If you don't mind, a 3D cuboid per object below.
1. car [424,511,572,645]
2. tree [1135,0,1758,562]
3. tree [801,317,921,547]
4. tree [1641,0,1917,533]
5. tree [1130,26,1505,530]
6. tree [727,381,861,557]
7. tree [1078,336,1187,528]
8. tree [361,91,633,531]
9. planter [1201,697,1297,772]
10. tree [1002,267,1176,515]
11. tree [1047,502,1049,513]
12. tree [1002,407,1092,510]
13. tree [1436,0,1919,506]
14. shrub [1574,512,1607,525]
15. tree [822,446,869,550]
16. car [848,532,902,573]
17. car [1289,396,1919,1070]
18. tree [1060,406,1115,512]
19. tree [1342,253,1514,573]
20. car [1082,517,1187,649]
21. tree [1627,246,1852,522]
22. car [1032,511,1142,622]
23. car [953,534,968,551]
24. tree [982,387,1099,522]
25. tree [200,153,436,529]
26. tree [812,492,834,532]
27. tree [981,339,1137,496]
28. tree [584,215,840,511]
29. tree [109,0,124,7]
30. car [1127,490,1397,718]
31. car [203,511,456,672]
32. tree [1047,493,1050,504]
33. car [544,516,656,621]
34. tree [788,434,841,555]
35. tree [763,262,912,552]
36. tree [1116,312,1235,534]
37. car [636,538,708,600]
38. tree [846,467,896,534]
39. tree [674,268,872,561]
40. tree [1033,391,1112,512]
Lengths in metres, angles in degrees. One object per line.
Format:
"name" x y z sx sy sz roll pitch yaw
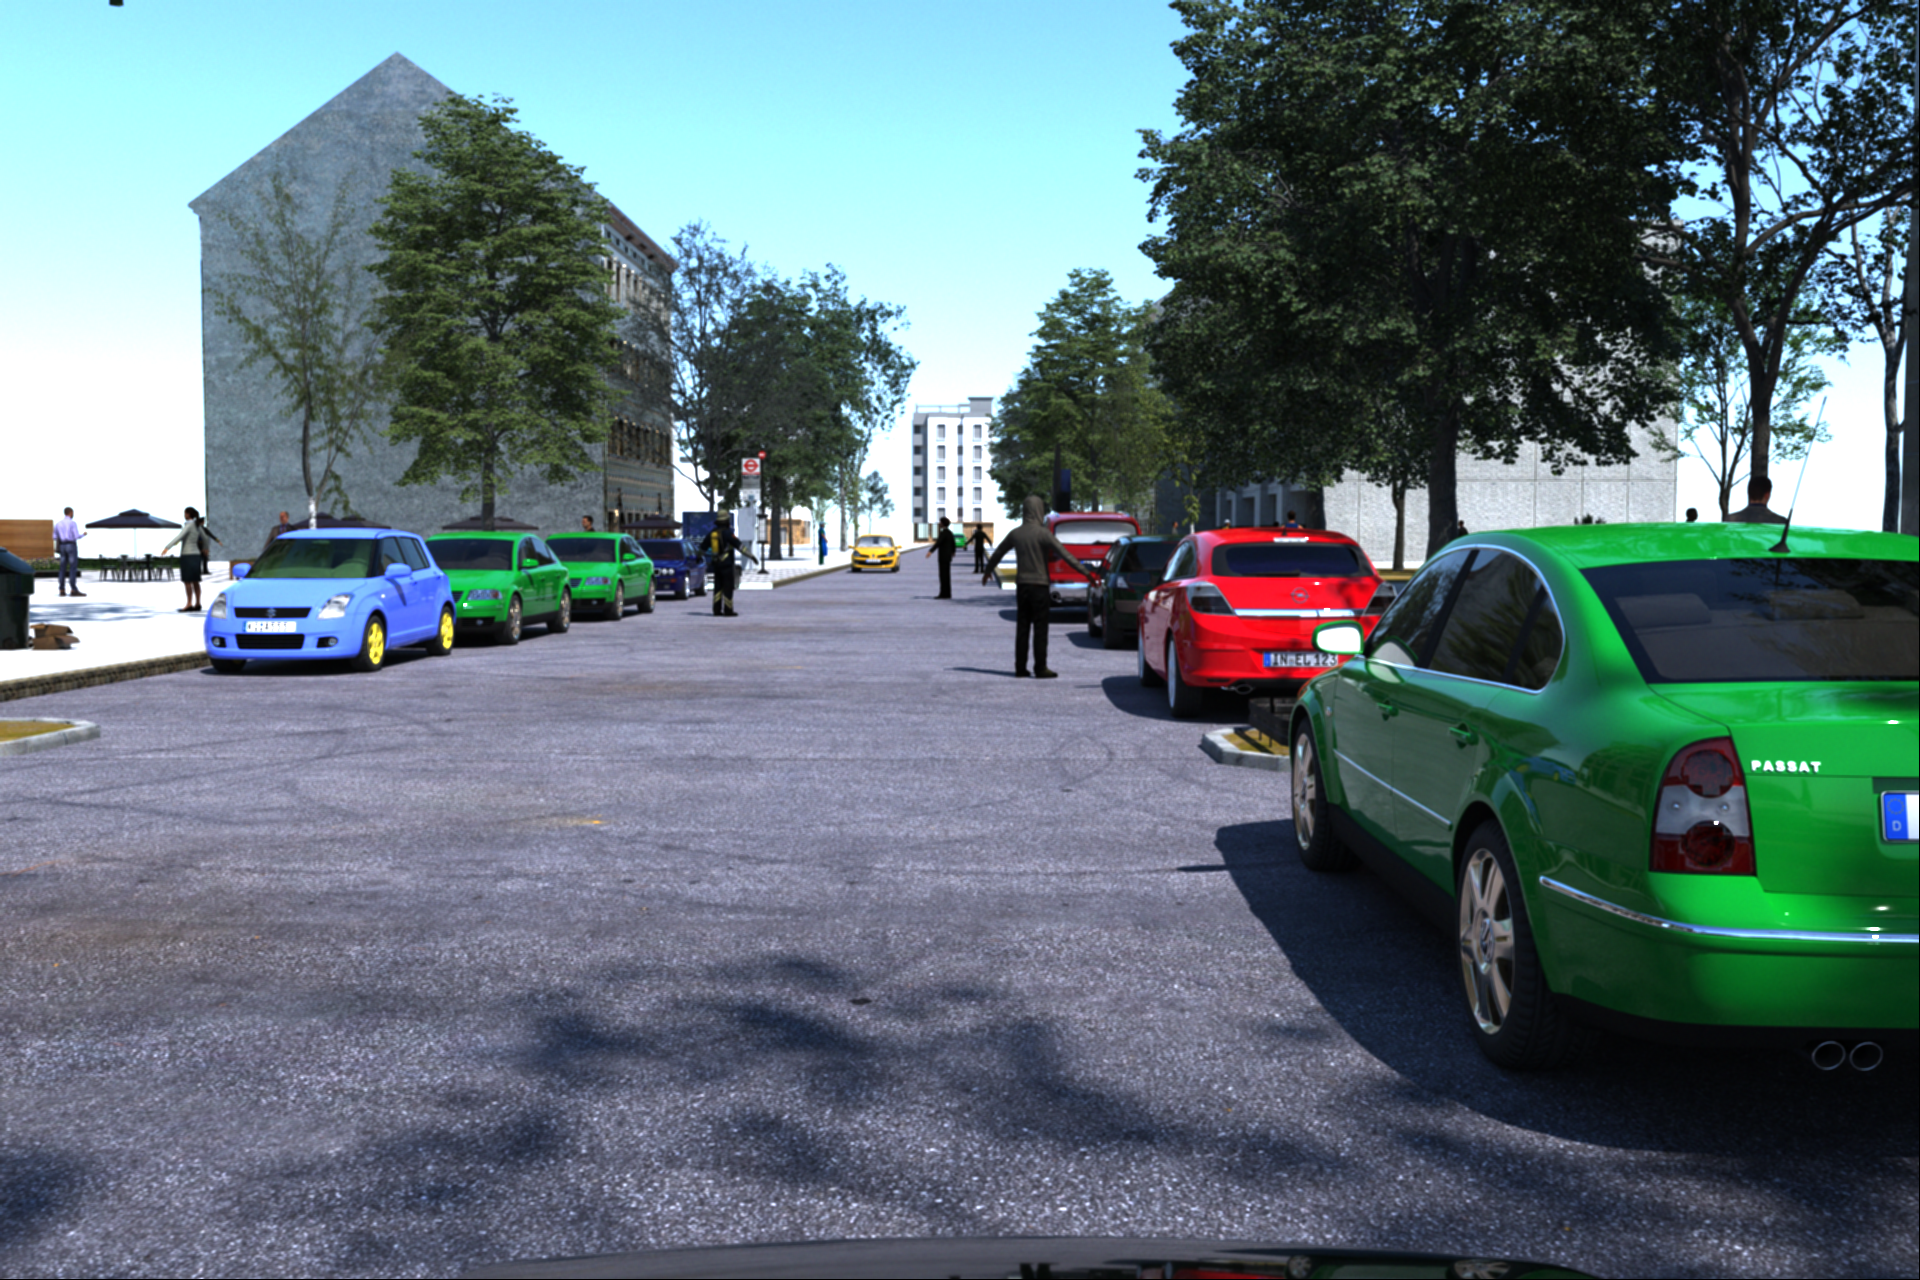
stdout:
"car" -6.591 -0.913 23.724 1.959 1.807 4.718 0 4 0
"tree" 8.191 -7.513 29.488 9.857 13.997 8.962 0 3 0
"tree" -10.162 -18.124 152.211 12.611 20.169 13.585 0 3 0
"tree" 23.735 -11.545 44.645 12.611 20.169 13.585 0 3 0
"tree" 8.770 -8.328 42.822 9.857 13.997 8.962 0 3 0
"tree" -9.371 -9.954 97.162 8.767 10.594 7.601 1 4 12
"tree" 6.051 -6.979 64.467 4.360 8.622 3.978 0 3 0
"tree" -12.107 -7.776 45.263 7.486 12.596 7.792 0 3 0
"planter" 2.616 0.605 11.255 1.991 0.319 1.994 0 4 0
"tree" 5.542 -9.563 74.478 7.486 12.596 7.792 0 3 0
"tree" 12.149 -19.328 241.772 9.928 11.665 9.643 0 3 0
"tree" 6.635 -11.623 124.451 7.601 10.594 8.767 1 4 17
"tree" 8.600 -5.104 17.870 7.601 10.594 8.767 -1 4 -23
"shrub" 21.274 -3.311 58.550 1.690 2.028 1.600 0 3 0
"tree" -8.945 -11.326 135.546 4.737 8.622 4.395 0 3 0
"car" -3.179 -3.377 65.432 2.015 1.641 3.980 0 3 0
"car" 2.317 0.172 5.992 1.959 1.807 4.718 0 4 1
"tree" 6.485 -8.716 92.874 4.737 8.622 4.395 0 3 0
"tree" 14.734 -8.079 57.840 9.928 11.665 9.643 0 3 0
"car" 2.645 -0.807 22.985 2.009 1.686 4.222 0 4 0
"tree" 27.591 -8.342 62.153 9.928 11.665 9.643 0 3 0
"car" 2.133 -1.297 29.872 2.281 1.827 5.304 0 4 -1
"car" -0.272 -8.751 151.877 1.959 1.807 4.718 0 4 -1
"tree" 6.533 -14.034 136.104 9.857 13.997 8.962 0 3 0
"tree" -13.199 -5.146 34.496 4.360 8.622 3.978 0 3 0
"tree" -18.825 -17.700 239.764 4.360 8.622 3.978 0 3 0
"tree" 6.412 -12.108 108.335 12.009 13.543 11.850 0 3 0
"tree" -9.878 -9.632 67.859 12.009 13.543 11.850 0 3 0
"tree" -11.898 -9.839 16.750 12.611 20.169 13.585 0 3 0
"car" 2.558 -0.363 14.975 2.155 1.783 4.494 0 4 1
"car" -6.879 -0.582 19.103 1.945 1.707 3.694 0 4 1
"tree" 6.569 -11.844 144.006 4.360 8.622 3.978 0 3 0
"car" -6.474 -1.299 30.036 1.959 1.807 4.718 0 4 1
"tree" -8.936 -9.638 107.952 4.360 8.622 3.978 0 3 0
"tree" -9.461 -16.388 123.833 12.611 20.169 13.585 0 3 0
"tree" 7.358 -6.484 56.380 4.737 8.622 4.395 0 3 0
"car" -6.738 -1.600 38.737 1.945 1.354 3.894 0 4 1
"tree" -12.268 -18.689 239.980 7.601 10.594 8.767 0 4 -7
"tree" -9.066 -10.833 83.769 9.857 13.997 8.962 0 3 0
"tree" 5.689 -8.141 83.465 4.737 8.622 4.395 0 3 0
